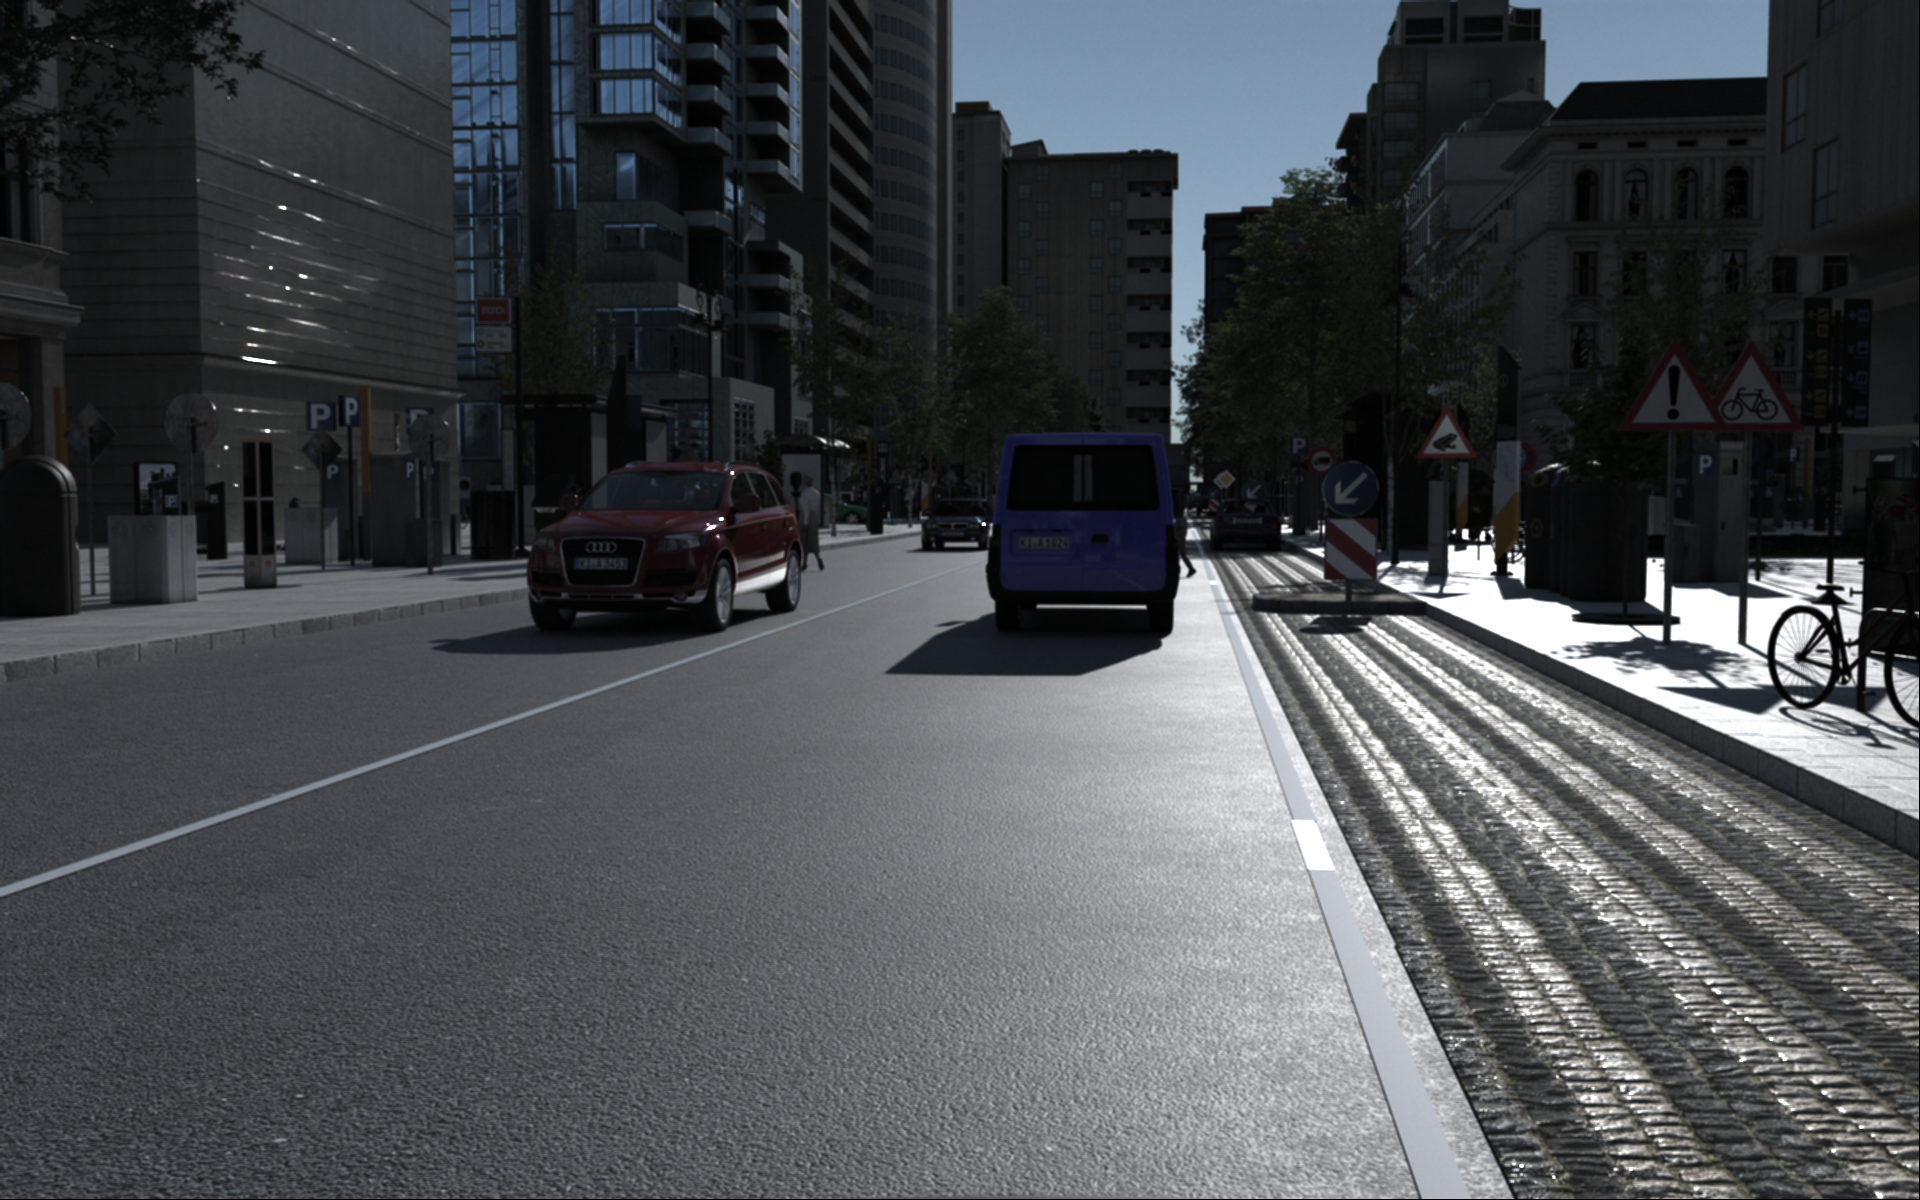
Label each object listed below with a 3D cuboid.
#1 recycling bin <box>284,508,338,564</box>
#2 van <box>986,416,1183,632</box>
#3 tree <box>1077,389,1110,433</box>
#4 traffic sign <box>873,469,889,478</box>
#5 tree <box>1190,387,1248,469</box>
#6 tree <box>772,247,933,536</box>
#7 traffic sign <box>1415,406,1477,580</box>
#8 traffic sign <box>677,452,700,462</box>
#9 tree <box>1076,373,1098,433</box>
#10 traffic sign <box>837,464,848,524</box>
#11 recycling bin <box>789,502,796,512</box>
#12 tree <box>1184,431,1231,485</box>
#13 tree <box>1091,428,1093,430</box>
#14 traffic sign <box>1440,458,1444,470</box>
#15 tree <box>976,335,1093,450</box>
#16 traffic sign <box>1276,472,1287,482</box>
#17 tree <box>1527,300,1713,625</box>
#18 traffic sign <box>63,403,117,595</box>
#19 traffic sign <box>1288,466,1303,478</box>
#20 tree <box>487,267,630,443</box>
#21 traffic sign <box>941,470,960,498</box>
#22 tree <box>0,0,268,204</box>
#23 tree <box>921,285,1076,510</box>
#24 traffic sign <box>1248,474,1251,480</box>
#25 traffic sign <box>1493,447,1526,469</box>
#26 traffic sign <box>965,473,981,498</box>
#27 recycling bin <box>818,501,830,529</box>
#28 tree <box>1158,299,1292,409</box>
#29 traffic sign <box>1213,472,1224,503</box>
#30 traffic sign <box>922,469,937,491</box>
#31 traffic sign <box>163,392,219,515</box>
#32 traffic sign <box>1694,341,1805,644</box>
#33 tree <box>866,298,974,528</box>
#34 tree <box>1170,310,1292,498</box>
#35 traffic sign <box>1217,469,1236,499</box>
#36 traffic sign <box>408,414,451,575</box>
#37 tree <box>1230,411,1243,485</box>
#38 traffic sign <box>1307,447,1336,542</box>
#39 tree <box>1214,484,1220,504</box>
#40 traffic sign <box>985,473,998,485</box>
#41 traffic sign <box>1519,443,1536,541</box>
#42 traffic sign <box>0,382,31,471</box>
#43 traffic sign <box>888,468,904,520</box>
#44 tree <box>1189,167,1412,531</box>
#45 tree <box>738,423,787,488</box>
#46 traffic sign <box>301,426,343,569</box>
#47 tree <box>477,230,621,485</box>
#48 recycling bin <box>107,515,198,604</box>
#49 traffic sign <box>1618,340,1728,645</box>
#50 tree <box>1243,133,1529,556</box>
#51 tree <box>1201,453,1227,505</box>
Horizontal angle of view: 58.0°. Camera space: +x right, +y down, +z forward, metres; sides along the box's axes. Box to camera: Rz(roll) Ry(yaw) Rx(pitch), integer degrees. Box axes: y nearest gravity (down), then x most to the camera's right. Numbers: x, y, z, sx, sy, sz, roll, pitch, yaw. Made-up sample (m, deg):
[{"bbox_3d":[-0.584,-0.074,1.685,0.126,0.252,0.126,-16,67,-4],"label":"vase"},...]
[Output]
[{"bbox_3d":[-11.951,-1.184,31.907,0.722,1.027,0.722,0,4,3],"label":"recycling bin"},{"bbox_3d":[1.465,-0.939,19.732,2.240,2.365,5.245,0,4,6],"label":"van"},{"bbox_3d":[12.627,-16.393,185.031,9.611,12.733,9.660,0,3,0],"label":"tree"},{"bbox_3d":[-3.742,-5.013,82.073,0.768,2.556,0.104,1,4,13],"label":"traffic sign"},{"bbox_3d":[22.785,-13.157,140.868,9.928,11.665,9.643,0,3,0],"label":"tree"},{"bbox_3d":[-3.632,-6.220,52.063,4.737,8.622,4.395,0,3,0],"label":"tree"},{"bbox_3d":[7.217,-1.575,25.750,0.884,2.594,0.081,1,4,14],"label":"traffic sign"},{"bbox_3d":[-8.145,-3.169,51.911,0.768,2.556,0.104,1,4,11],"label":"traffic sign"},{"bbox_3d":[7.344,-13.841,144.424,7.486,12.596,7.792,0,3,0],"label":"tree"},{"bbox_3d":[-5.136,-4.496,73.614,0.768,2.556,0.104,1,4,13],"label":"traffic sign"},{"bbox_3d":[-6.435,-3.075,62.833,0.722,1.027,0.722,-2,4,-32],"label":"recycling bin"},{"bbox_3d":[31.981,-17.443,219.599,8.767,10.594,7.601,3,4,36],"label":"tree"},{"bbox_3d":[12.023,-13.787,175.786,4.737,8.622,4.395,0,3,0],"label":"tree"},{"bbox_3d":[14.327,-3.195,52.339,0.768,2.556,0.104,1,4,12],"label":"traffic sign"},{"bbox_3d":[5.487,-13.487,130.886,12.009,13.543,11.850,0,3,0],"label":"tree"},{"bbox_3d":[18.814,-6.222,101.830,0.768,2.556,0.104,1,4,12],"label":"traffic sign"},{"bbox_3d":[6.744,-1.401,17.509,1.663,3.219,1.824,0,3,0],"label":"tree"},{"bbox_3d":[-11.040,-1.272,21.990,0.795,2.450,0.064,1,4,14],"label":"traffic sign"},{"bbox_3d":[15.497,-4.879,79.884,0.768,2.556,0.104,1,4,16],"label":"traffic sign"},{"bbox_3d":[-12.793,-6.425,55.408,4.360,8.622,3.978,0,3,0],"label":"tree"},{"bbox_3d":[-0.402,-4.186,72.084,0.795,2.450,0.064,0,4,7],"label":"traffic sign"},{"bbox_3d":[-8.567,-4.744,11.982,8.767,10.594,7.601,-1,4,-16],"label":"tree"},{"bbox_3d":[1.657,-10.756,93.990,7.486,12.596,7.792,0,3,0],"label":"tree"},{"bbox_3d":[18.217,-6.567,107.480,0.768,2.556,0.104,1,4,14],"label":"traffic sign"},{"bbox_3d":[13.417,-2.585,42.368,0.768,2.556,0.104,1,4,12],"label":"traffic sign"},{"bbox_3d":[0.601,-4.671,80.006,0.795,2.450,0.064,0,4,7],"label":"traffic sign"},{"bbox_3d":[-5.296,-3.159,64.204,0.722,1.027,0.722,-3,5,-43],"label":"recycling bin"},{"bbox_3d":[25.752,-19.066,167.614,12.611,20.169,13.585,0,3,0],"label":"tree"},{"bbox_3d":[11.853,-4.583,78.566,0.795,2.450,0.064,0,4,7],"label":"traffic sign"},{"bbox_3d":[-1.585,-5.416,88.657,0.768,2.556,0.104,1,4,12],"label":"traffic sign"},{"bbox_3d":[-9.600,-1.315,21.605,0.768,2.556,0.104,1,4,11],"label":"traffic sign"},{"bbox_3d":[6.712,-0.904,14.788,0.884,2.594,0.081,1,4,10],"label":"traffic sign"},{"bbox_3d":[-1.691,-7.087,66.242,4.360,8.622,3.978,0,3,0],"label":"tree"},{"bbox_3d":[19.578,-13.123,121.211,9.857,13.997,8.962,0,3,0],"label":"tree"},{"bbox_3d":[10.850,-4.098,70.644,0.795,2.450,0.064,0,4,7],"label":"traffic sign"},{"bbox_3d":[-8.435,-1.676,27.514,0.768,2.556,0.104,1,4,16],"label":"traffic sign"},{"bbox_3d":[15.953,-8.413,87.914,4.737,8.622,4.395,0,3,0],"label":"tree"},{"bbox_3d":[9.749,-2.850,46.700,0.768,2.556,0.104,1,4,15],"label":"traffic sign"},{"bbox_3d":[33.492,-14.230,227.263,1.663,3.219,1.824,0,3,0],"label":"tree"},{"bbox_3d":[1.820,-6.195,101.388,0.768,2.556,0.104,0,4,8],"label":"traffic sign"},{"bbox_3d":[14.043,-2.652,43.468,0.768,2.556,0.104,0,4,8],"label":"traffic sign"},{"bbox_3d":[-10.891,-1.196,19.660,0.768,2.556,0.104,1,4,9],"label":"traffic sign"},{"bbox_3d":[-3.156,-5.246,85.773,0.884,2.594,0.081,1,4,13],"label":"traffic sign"},{"bbox_3d":[12.296,-8.747,61.142,7.486,12.596,7.792,0,3,0],"label":"tree"},{"bbox_3d":[-5.172,-3.222,47.278,1.663,3.219,1.824,0,3,0],"label":"tree"},{"bbox_3d":[-10.838,-1.727,29.420,0.795,2.450,0.064,1,4,14],"label":"traffic sign"},{"bbox_3d":[-11.813,-6.050,49.280,4.737,8.622,4.395,0,3,0],"label":"tree"},{"bbox_3d":[-9.542,-0.485,20.487,0.722,1.027,0.722,0,4,6],"label":"recycling bin"},{"bbox_3d":[6.020,-0.898,14.680,0.884,2.594,0.081,1,4,9],"label":"traffic sign"},{"bbox_3d":[9.107,-5.215,35.626,4.737,8.622,4.395,0,3,0],"label":"tree"},{"bbox_3d":[30.226,-15.383,201.867,4.360,8.622,3.978,0,3,0],"label":"tree"}]
